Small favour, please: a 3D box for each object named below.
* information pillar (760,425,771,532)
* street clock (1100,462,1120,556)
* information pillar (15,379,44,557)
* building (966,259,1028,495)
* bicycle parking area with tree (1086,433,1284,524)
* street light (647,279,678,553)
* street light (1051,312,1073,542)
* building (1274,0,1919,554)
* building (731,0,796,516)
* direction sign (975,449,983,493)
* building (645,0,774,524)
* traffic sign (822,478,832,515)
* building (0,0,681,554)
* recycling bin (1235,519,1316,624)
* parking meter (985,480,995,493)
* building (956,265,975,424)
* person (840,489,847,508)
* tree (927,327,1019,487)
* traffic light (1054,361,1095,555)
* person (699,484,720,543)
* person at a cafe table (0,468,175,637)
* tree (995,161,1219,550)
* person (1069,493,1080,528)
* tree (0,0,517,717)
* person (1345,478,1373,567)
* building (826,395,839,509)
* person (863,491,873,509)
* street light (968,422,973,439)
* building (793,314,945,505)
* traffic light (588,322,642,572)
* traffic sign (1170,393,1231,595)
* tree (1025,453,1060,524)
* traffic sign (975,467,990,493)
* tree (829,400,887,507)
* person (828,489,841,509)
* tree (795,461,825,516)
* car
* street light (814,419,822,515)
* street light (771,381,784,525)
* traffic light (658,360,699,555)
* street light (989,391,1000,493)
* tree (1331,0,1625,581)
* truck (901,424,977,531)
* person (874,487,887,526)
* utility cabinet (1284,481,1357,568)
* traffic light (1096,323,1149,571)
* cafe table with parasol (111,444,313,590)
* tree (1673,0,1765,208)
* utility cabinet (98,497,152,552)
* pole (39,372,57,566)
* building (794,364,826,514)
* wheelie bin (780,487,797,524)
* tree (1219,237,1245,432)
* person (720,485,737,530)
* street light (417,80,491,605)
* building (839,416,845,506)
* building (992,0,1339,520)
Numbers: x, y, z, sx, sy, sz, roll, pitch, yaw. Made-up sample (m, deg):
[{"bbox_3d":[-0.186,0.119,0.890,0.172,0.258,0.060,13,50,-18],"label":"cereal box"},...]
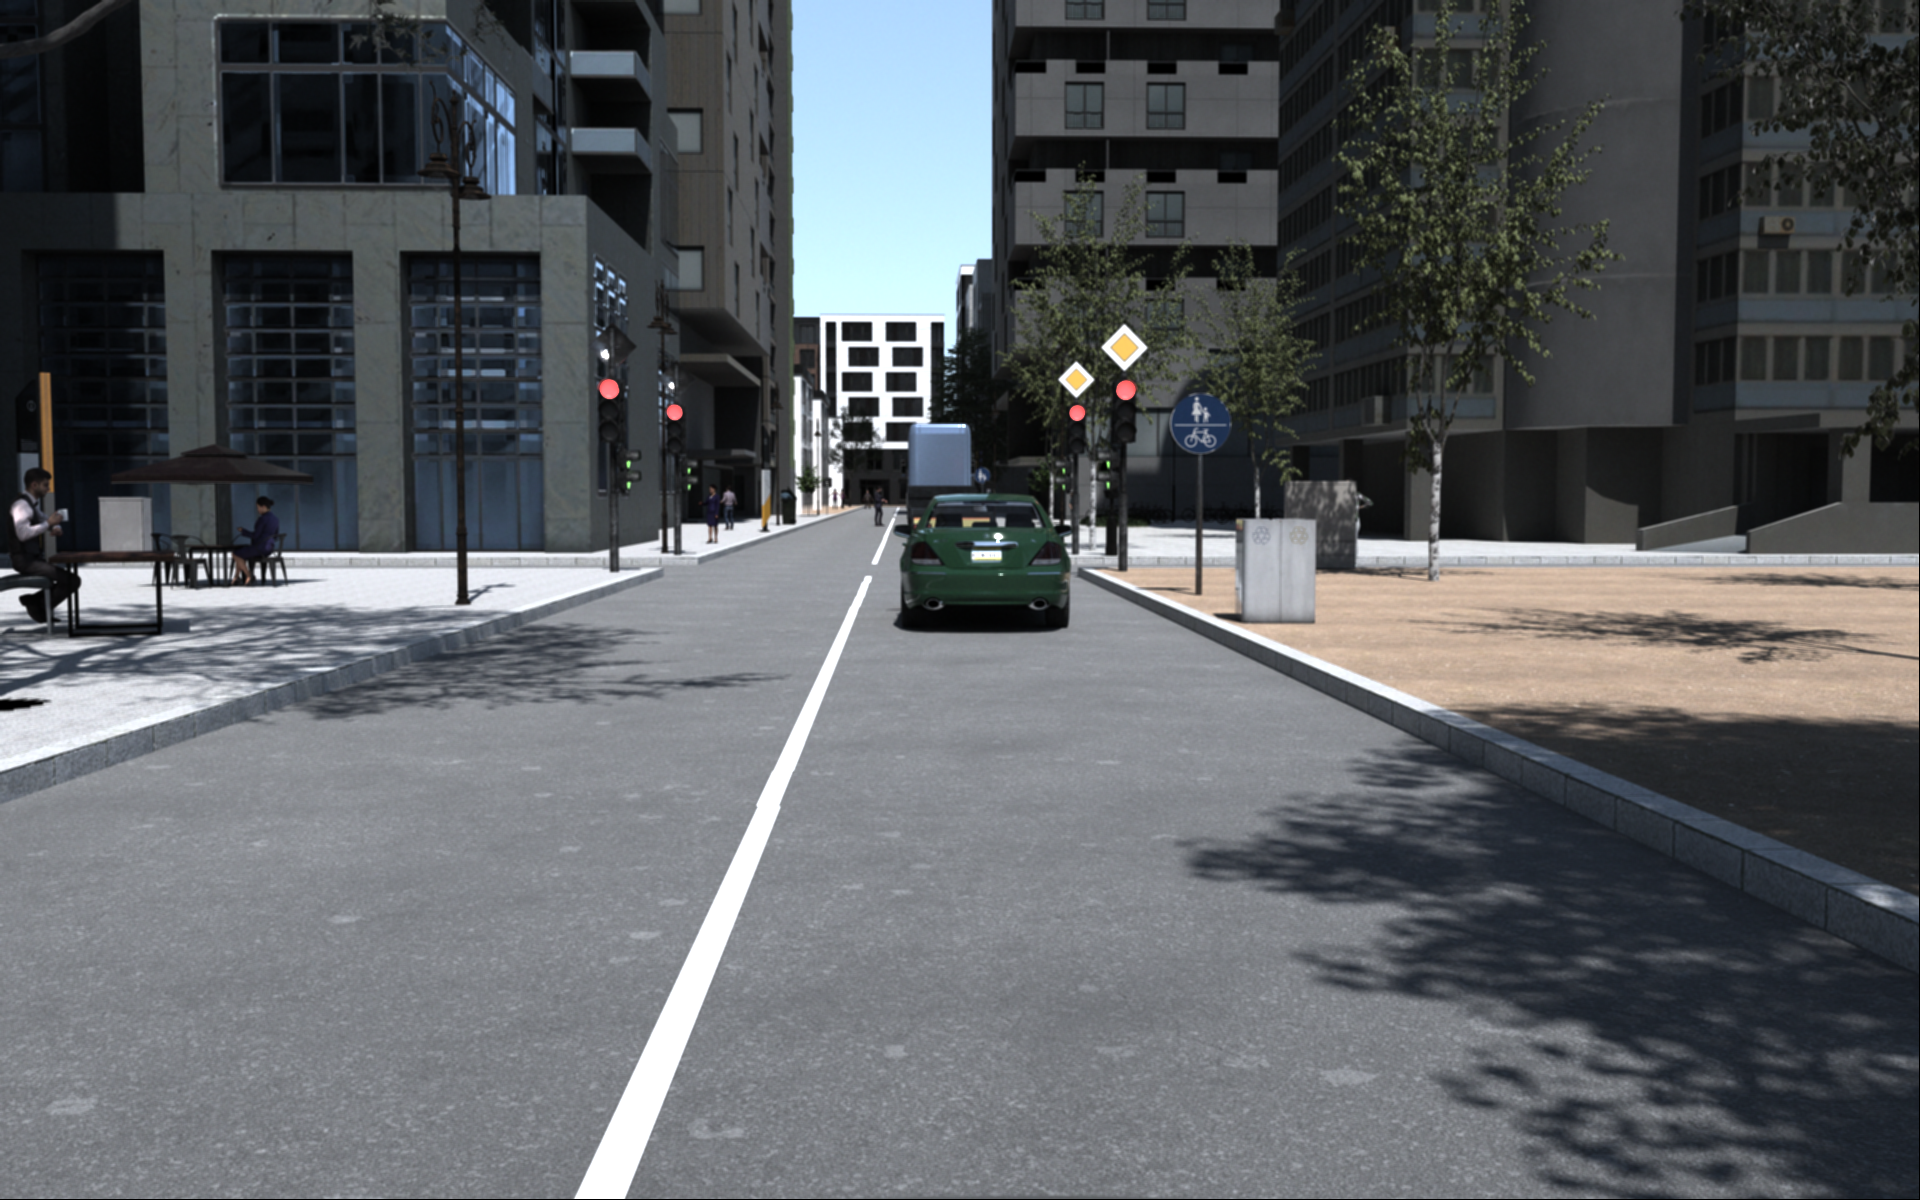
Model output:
[{"bbox_3d":[-6.590,-4.125,58.799,0.183,3.616,0.504,1,4,23],"label":"information pillar"},{"bbox_3d":[3.151,-1.919,35.950,0.471,2.002,0.358,3,4,38],"label":"street clock"},{"bbox_3d":[-18.870,-2.675,35.097,0.183,3.616,0.504,1,4,15],"label":"information pillar"},{"bbox_3d":[9.383,-16.675,139.090,16.747,18.905,31.486,0,4,-2],"label":"building"},{"bbox_3d":[9.928,-5.535,77.499,9.016,4.147,8.231,1,4,9],"label":"bicycle parking area with tree"},{"bbox_3d":[-6.413,-3.956,37.473,0.468,5.910,1.993,0,4,-2],"label":"street light"},{"bbox_3d":[2.593,-4.352,43.935,0.468,5.910,1.993,0,4,-2],"label":"street light"},{"bbox_3d":[23.254,-22.025,51.986,23.993,40.220,32.217,0,4,-2],"label":"building"},{"bbox_3d":[-17.252,-25.578,101.799,14.154,41.232,14.086,0,4,-2],"label":"building"},{"bbox_3d":[0.952,-5.808,86.952,0.379,3.537,0.876,-1,4,-23],"label":"direction sign"},{"bbox_3d":[-23.176,-30.046,80.496,28.713,52.752,27.495,0,4,-2],"label":"building"},{"bbox_3d":[-8.334,-6.509,108.545,0.606,2.300,0.079,0,4,8],"label":"traffic sign"},{"bbox_3d":[-19.693,-45.109,50.208,22.319,86.520,31.000,0,4,-2],"label":"building"},{"bbox_3d":[3.180,-0.302,17.489,0.722,1.027,0.722,0,4,3],"label":"recycling bin"},{"bbox_3d":[1.287,-4.170,73.895,0.399,1.863,0.255,2,4,25],"label":"parking meter"},{"bbox_3d":[13.481,-20.011,171.160,27.936,21.610,32.646,0,4,-2],"label":"building"},{"bbox_3d":[-10.373,-9.028,154.333,0.721,1.739,1.217,1,4,21],"label":"person"},{"bbox_3d":[0.954,-12.226,118.022,7.486,12.596,7.792,0,3,0],"label":"tree"},{"bbox_3d":[2.431,-2.919,36.648,0.839,4.253,0.868,0,4,-2],"label":"traffic light"},{"bbox_3d":[-6.479,-2.238,44.999,0.453,1.535,0.546,1,4,11],"label":"person"},{"bbox_3d":[-8.133,-0.455,15.958,1.622,1.524,1.698,-2,4,-24],"label":"person at a cafe table"},{"bbox_3d":[3.269,-5.441,39.325,4.737,8.622,4.395,0,3,0],"label":"tree"},{"bbox_3d":[4.298,-3.346,64.662,0.340,1.345,0.435,2,4,24],"label":"person"},{"bbox_3d":[-6.141,-6.076,9.717,12.009,13.543,11.850,0,3,0],"label":"tree"},{"bbox_3d":[7.548,-1.491,33.596,0.841,1.734,0.376,3,5,42],"label":"person"},{"bbox_3d":[-16.072,-12.946,153.819,9.099,9.664,28.070,0,4,-2],"label":"building"},{"bbox_3d":[-8.918,-9.693,167.527,0.990,1.755,0.434,0,4,7],"label":"person"},{"bbox_3d":[0.543,-8.454,111.014,0.468,5.910,1.993,0,4,-2],"label":"street light"},{"bbox_3d":[-18.461,-22.406,210.312,32.646,21.610,27.936,0,4,-2],"label":"building"},{"bbox_3d":[-5.669,-2.414,28.384,0.839,4.253,0.868,0,4,-2],"label":"traffic light"},{"bbox_3d":[3.033,-1.335,21.930,0.768,2.556,0.104,0,4,1],"label":"traffic sign"},{"bbox_3d":[3.857,-4.880,74.388,1.663,3.219,1.824,0,3,0],"label":"tree"},{"bbox_3d":[1.067,-5.053,82.720,0.768,2.556,0.104,0,4,4],"label":"traffic sign"},{"bbox_3d":[-11.172,-14.625,173.523,8.767,10.594,7.601,1,4,10],"label":"tree"},{"bbox_3d":[-10.444,-8.458,145.021,1.217,1.739,0.721,-1,4,-16],"label":"person"},{"bbox_3d":[-8.810,-6.447,100.016,1.663,3.219,1.824,0,3,0],"label":"tree"},{"bbox_3d":[0.273,-0.503,20.027,2.131,1.459,4.920,0,3,0],"label":"car"},{"bbox_3d":[-8.580,-8.066,104.669,0.468,5.910,1.993,0,4,-2],"label":"street light"},{"bbox_3d":[-7.481,-6.008,71.017,0.468,5.910,1.993,0,4,-2],"label":"street light"},{"bbox_3d":[-5.925,-2.902,36.365,0.839,4.253,0.868,0,4,-2],"label":"traffic light"},{"bbox_3d":[1.556,-6.407,77.536,0.468,5.910,1.993,0,4,-2],"label":"street light"},{"bbox_3d":[7.232,-4.592,25.440,4.737,8.622,4.395,0,3,0],"label":"tree"},{"bbox_3d":[-0.570,-4.318,60.360,2.967,4.110,18.799,0,4,-2],"label":"truck"},{"bbox_3d":[-3.533,-4.187,77.409,0.568,1.767,0.683,1,4,12],"label":"person"},{"bbox_3d":[6.139,-1.277,29.561,1.173,1.500,0.318,0,4,4],"label":"utility cabinet"},{"bbox_3d":[2.687,-2.431,28.667,0.839,4.253,0.868,0,4,-2],"label":"traffic light"},{"bbox_3d":[-10.290,-1.169,23.976,2.610,1.966,2.610,-2,4,-27],"label":"cafe table with parasol"},{"bbox_3d":[7.439,-3.809,12.644,4.360,8.622,3.978,0,3,0],"label":"tree"},{"bbox_3d":[-17.043,-1.482,35.396,1.020,1.237,0.306,1,4,12],"label":"utility cabinet"},{"bbox_3d":[-15.369,-2.161,29.174,0.158,3.312,0.155,0,3,0],"label":"pole"},{"bbox_3d":[-15.114,-11.234,125.818,9.099,9.664,28.070,0,4,-2],"label":"building"},{"bbox_3d":[-7.243,-3.994,73.217,0.693,1.594,0.980,0,4,-3],"label":"wheelie bin"},{"bbox_3d":[8.338,-6.031,48.963,4.737,8.622,4.395,0,3,0],"label":"tree"},{"bbox_3d":[-8.244,-3.284,61.690,0.435,1.587,0.963,3,5,43],"label":"person"},{"bbox_3d":[-5.780,-2.885,19.960,0.468,5.910,1.993,0,4,-2],"label":"street light"},{"bbox_3d":[-26.267,-14.684,182.225,28.070,9.664,9.099,0,4,-2],"label":"building"},{"bbox_3d":[15.837,-31.101,97.746,28.713,52.752,27.495,0,4,-2],"label":"building"}]
